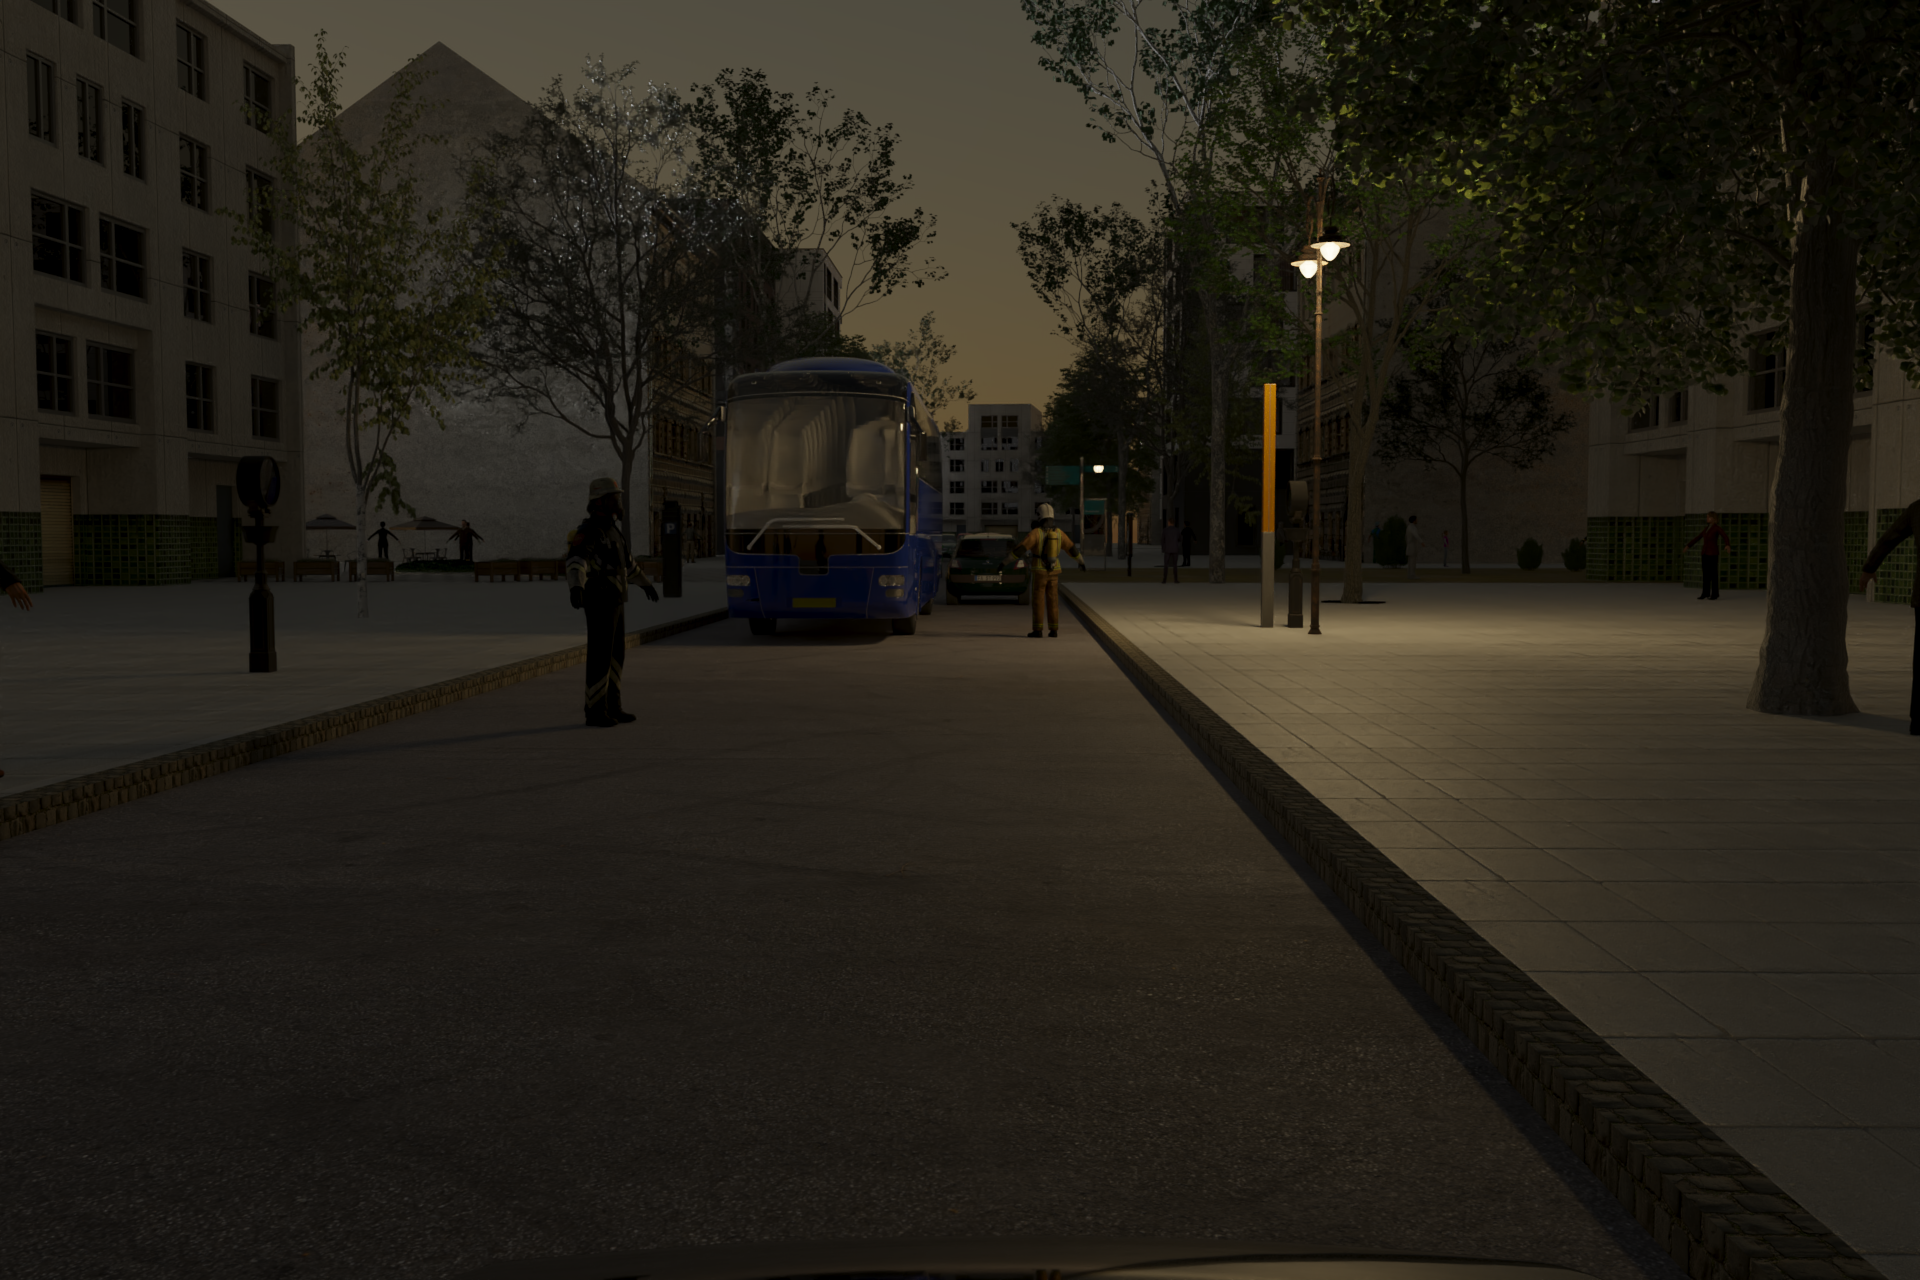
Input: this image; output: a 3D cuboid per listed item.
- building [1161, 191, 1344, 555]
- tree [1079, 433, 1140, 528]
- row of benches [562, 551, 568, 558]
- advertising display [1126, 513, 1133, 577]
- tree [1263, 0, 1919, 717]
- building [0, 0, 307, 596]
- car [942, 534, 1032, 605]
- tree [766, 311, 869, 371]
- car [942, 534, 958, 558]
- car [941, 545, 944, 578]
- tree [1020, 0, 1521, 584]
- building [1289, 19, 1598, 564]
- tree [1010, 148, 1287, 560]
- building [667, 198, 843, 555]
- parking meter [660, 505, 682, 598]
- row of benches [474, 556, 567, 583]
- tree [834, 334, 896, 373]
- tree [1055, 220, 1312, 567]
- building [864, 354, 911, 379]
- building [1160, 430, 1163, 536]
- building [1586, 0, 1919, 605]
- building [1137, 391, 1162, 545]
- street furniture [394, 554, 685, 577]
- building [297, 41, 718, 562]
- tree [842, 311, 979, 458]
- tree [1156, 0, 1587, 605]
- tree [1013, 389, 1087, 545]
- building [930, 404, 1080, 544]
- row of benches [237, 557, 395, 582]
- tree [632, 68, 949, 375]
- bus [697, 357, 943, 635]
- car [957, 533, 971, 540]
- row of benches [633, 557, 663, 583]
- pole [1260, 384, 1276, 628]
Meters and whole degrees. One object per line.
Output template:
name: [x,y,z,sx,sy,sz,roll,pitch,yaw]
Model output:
building: [27.713,-16.859,119.624,27.936,21.610,32.646,0,4,1]
tree: [8.483,-9.567,106.778,4.360,8.622,3.978,0,3,0]
row of benches: [-14.153,-2.947,63.648,1.422,0.672,4.104,-1,4,-17]
advertising display: [5.140,-2.896,52.561,0.123,1.923,0.974,0,4,0]
tree: [6.158,-6.456,12.212,9.857,13.997,8.962,0,3,0]
building: [-28.284,-10.344,35.575,16.747,18.905,31.486,0,4,2]
car: [0.603,-1.618,36.234,2.009,1.686,4.222,0,4,2]
tree: [-7.412,-10.375,87.754,7.486,12.596,7.792,0,3,0]
car: [-0.888,-4.844,90.998,2.131,1.459,4.920,0,4,2]
car: [-1.476,-2.825,54.993,1.959,1.807,4.718,0,4,1]
tree: [7.743,-11.468,43.386,12.611,20.169,13.585,0,3,0]
building: [27.007,-15.445,83.457,19.493,23.208,18.063,0,4,2]
tree: [9.164,-14.038,85.408,12.611,20.169,13.585,0,3,0]
building: [-23.743,-17.023,122.298,27.936,21.610,32.646,0,4,2]
parking meter: [-5.843,-1.794,35.041,0.399,1.863,0.255,0,4,1]
row of benches: [-11.624,-1.972,47.711,1.422,0.672,4.104,2,4,30]
tree: [-6.436,-11.009,98.129,7.486,12.596,7.792,0,3,0]
tree: [8.285,-9.589,67.148,12.009,13.543,11.850,0,3,0]
building: [-20.607,-22.524,212.235,27.936,21.610,32.646,0,4,1]
building: [27.367,-20.513,191.808,16.016,20.090,11.380,0,4,1]
building: [25.584,-10.119,31.909,16.747,18.905,31.486,0,4,1]
building: [30.995,-22.823,204.078,19.493,23.208,18.063,0,4,1]
street furniture: [-13.381,-2.446,55.617,10.072,0.657,5.734,3,5,42]
building: [-23.023,-15.654,86.876,19.493,23.208,18.063,0,4,1]
tree: [-4.807,-17.864,147.965,12.611,20.169,13.585,0,3,0]
tree: [7.445,-6.481,31.727,9.928,11.665,9.643,0,3,0]
tree: [9.564,-14.434,146.362,12.009,13.543,11.850,0,3,0]
building: [2.266,-22.834,242.242,31.486,18.905,16.747,0,4,8]
row of benches: [-17.233,-1.906,46.633,4.104,0.672,1.422,0,4,-6]
tree: [-6.847,-13.042,69.119,12.611,20.169,13.585,0,3,0]
bus: [-1.733,-2.220,27.842,2.896,3.916,12.251,0,4,1]
car: [0.497,-8.162,142.481,2.155,1.783,4.494,0,4,1]
row of benches: [-8.724,-1.939,47.158,1.422,0.672,4.104,-2,4,-34]
pole: [4.212,-1.825,23.674,0.158,3.312,0.155,0,3,0]
